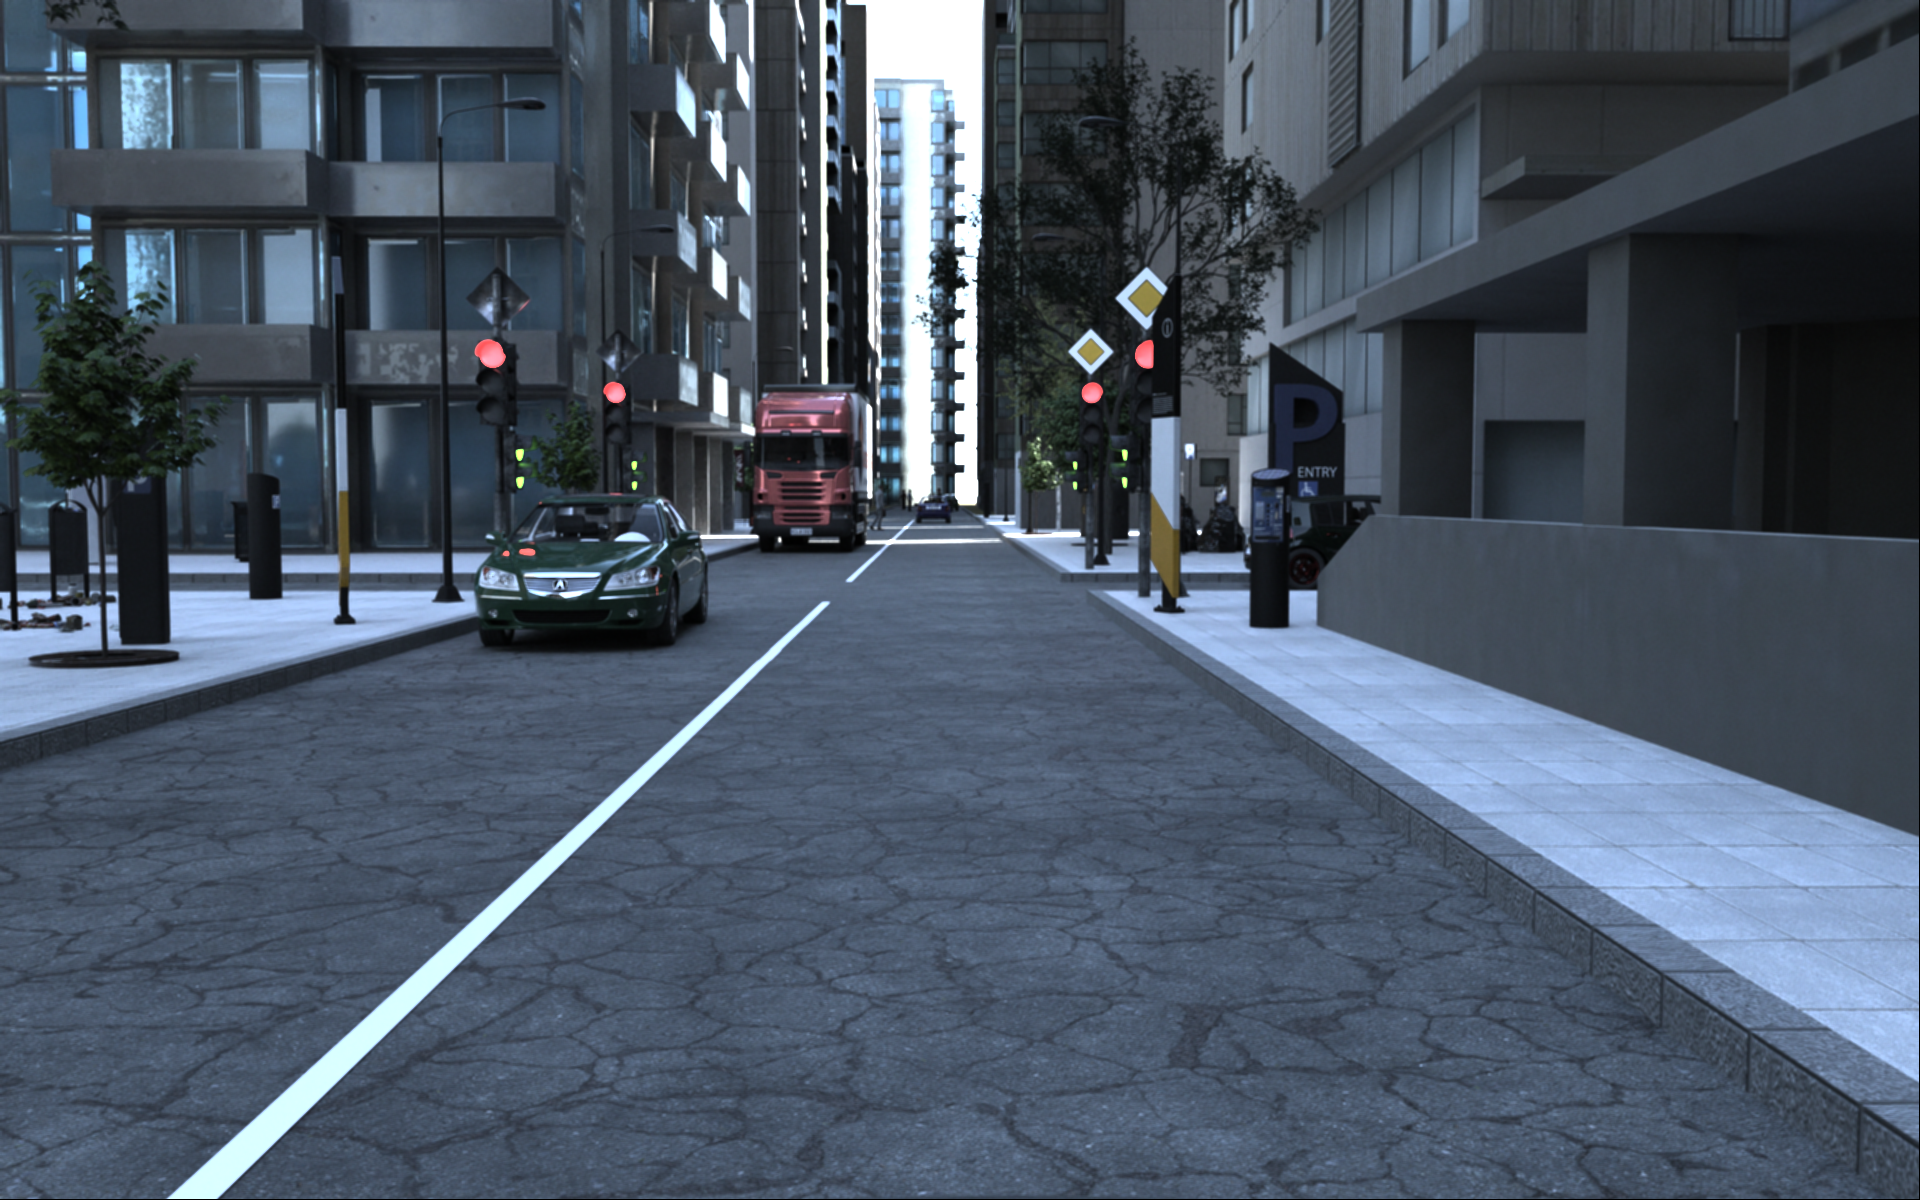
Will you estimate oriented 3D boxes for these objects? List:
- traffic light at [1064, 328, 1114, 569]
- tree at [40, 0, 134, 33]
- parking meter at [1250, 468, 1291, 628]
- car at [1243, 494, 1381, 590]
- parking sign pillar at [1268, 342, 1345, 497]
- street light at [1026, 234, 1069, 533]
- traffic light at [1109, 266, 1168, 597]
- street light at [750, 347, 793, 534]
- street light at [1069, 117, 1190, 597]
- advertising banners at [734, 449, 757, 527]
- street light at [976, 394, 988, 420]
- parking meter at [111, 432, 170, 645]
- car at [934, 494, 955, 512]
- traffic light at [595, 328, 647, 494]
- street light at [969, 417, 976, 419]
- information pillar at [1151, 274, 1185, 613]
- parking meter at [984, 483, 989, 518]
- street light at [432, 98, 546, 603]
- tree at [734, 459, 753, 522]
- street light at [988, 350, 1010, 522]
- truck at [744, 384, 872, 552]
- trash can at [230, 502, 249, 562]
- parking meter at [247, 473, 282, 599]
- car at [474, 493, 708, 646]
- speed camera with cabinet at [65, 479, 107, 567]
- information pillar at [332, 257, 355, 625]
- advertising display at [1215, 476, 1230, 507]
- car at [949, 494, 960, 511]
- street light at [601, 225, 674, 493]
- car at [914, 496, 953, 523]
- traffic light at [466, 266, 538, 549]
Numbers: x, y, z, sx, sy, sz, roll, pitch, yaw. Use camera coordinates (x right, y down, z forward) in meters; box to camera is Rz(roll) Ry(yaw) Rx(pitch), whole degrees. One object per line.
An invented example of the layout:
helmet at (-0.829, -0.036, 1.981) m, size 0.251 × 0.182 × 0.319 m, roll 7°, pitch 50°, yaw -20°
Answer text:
traffic light at (2.197, -2.482, 29.494) m, size 0.839 × 4.253 × 0.868 m, roll 0°, pitch 4°, yaw -1°
tree at (-6.600, -4.455, 7.247) m, size 8.767 × 10.594 × 7.601 m, roll 0°, pitch 3°, yaw 0°
parking meter at (2.990, -0.507, 16.698) m, size 0.372 × 1.533 × 0.369 m, roll 0°, pitch 3°, yaw 0°
car at (6.477, -1.024, 26.530) m, size 4.222 × 1.686 × 2.009 m, roll 0°, pitch 4°, yaw -1°
parking sign pillar at (6.149, -2.586, 30.760) m, size 1.447 × 3.967 × 1.447 m, roll 0°, pitch 4°, yaw 2°
street light at (1.998, -3.581, 31.085) m, size 1.470 × 5.913 × 1.316 m, roll 0°, pitch 4°, yaw -1°
traffic light at (2.282, -1.993, 21.509) m, size 0.839 × 4.253 × 0.868 m, roll 0°, pitch 4°, yaw -1°
street light at (-5.986, -5.041, 54.953) m, size 1.470 × 5.913 × 1.316 m, roll 0°, pitch 4°, yaw -1°
street light at (2.160, -2.994, 21.495) m, size 1.470 × 5.913 × 1.316 m, roll 0°, pitch 4°, yaw -1°
advertising banners at (-8.103, -4.415, 68.378) m, size 2.074 × 3.025 × 0.090 m, roll -3°, pitch 5°, yaw -44°
street light at (1.596, -6.584, 80.187) m, size 1.470 × 5.913 × 1.316 m, roll 0°, pitch 4°, yaw -1°
parking meter at (-7.010, -0.557, 14.811) m, size 0.399 × 1.863 × 0.255 m, roll -1°, pitch 4°, yaw -11°
car at (-1.487, -7.883, 140.687) m, size 2.131 × 1.459 × 4.920 m, roll 0°, pitch 4°, yaw 0°
traffic light at (-5.763, -2.475, 29.394) m, size 0.839 × 4.253 × 0.868 m, roll 0°, pitch 4°, yaw -1°
street light at (1.256, -8.079, 104.635) m, size 1.470 × 5.913 × 1.316 m, roll 0°, pitch 4°, yaw -1°
information pillar at (2.236, -1.677, 18.768) m, size 0.183 × 3.616 × 0.504 m, roll -2°, pitch 4°, yaw -24°
parking meter at (1.428, -5.386, 93.764) m, size 0.255 × 1.863 × 0.399 m, roll 0°, pitch 4°, yaw -6°
street light at (-5.562, -2.932, 20.472) m, size 1.470 × 5.913 × 1.316 m, roll 0°, pitch 4°, yaw -1°
tree at (-9.929, -5.208, 79.750) m, size 1.663 × 3.219 × 1.824 m, roll 0°, pitch 3°, yaw 0°
street light at (1.731, -5.093, 55.819) m, size 1.470 × 5.913 × 1.316 m, roll 0°, pitch 4°, yaw -1°
truck at (-3.835, -3.518, 46.429) m, size 2.839 × 4.237 × 11.283 m, roll 0°, pitch 4°, yaw 0°
trash can at (-13.410, -1.293, 32.788) m, size 0.748 × 1.137 × 0.748 m, roll 0°, pitch 3°, yaw 0°
parking meter at (-8.519, -0.783, 21.215) m, size 0.372 × 1.533 × 0.369 m, roll 0°, pitch 3°, yaw 0°
car at (-3.681, -0.372, 17.885) m, size 2.131 × 1.459 × 4.920 m, roll 0°, pitch 4°, yaw -2°
speed camera with cabinet at (-15.728, -2.251, 31.139) m, size 0.660 × 3.252 × 2.038 m, roll -2°, pitch 4°, yaw -30°
information pillar at (-6.078, -1.569, 17.011) m, size 0.183 × 3.616 × 0.504 m, roll -1°, pitch 4°, yaw -22°
advertising display at (9.363, -3.465, 61.874) m, size 0.123 × 1.923 × 0.974 m, roll -1°, pitch 4°, yaw -18°
car at (-1.025, -8.365, 148.568) m, size 2.131 × 1.459 × 4.920 m, roll 0°, pitch 4°, yaw 0°
street light at (-5.640, -3.519, 30.081) m, size 1.470 × 5.913 × 1.316 m, roll 0°, pitch 4°, yaw -1°
car at (-1.316, -4.499, 86.142) m, size 1.945 × 1.354 × 3.894 m, roll 0°, pitch 4°, yaw -1°
traffic light at (-5.679, -1.987, 21.409) m, size 0.839 × 4.253 × 0.868 m, roll 0°, pitch 4°, yaw -1°
